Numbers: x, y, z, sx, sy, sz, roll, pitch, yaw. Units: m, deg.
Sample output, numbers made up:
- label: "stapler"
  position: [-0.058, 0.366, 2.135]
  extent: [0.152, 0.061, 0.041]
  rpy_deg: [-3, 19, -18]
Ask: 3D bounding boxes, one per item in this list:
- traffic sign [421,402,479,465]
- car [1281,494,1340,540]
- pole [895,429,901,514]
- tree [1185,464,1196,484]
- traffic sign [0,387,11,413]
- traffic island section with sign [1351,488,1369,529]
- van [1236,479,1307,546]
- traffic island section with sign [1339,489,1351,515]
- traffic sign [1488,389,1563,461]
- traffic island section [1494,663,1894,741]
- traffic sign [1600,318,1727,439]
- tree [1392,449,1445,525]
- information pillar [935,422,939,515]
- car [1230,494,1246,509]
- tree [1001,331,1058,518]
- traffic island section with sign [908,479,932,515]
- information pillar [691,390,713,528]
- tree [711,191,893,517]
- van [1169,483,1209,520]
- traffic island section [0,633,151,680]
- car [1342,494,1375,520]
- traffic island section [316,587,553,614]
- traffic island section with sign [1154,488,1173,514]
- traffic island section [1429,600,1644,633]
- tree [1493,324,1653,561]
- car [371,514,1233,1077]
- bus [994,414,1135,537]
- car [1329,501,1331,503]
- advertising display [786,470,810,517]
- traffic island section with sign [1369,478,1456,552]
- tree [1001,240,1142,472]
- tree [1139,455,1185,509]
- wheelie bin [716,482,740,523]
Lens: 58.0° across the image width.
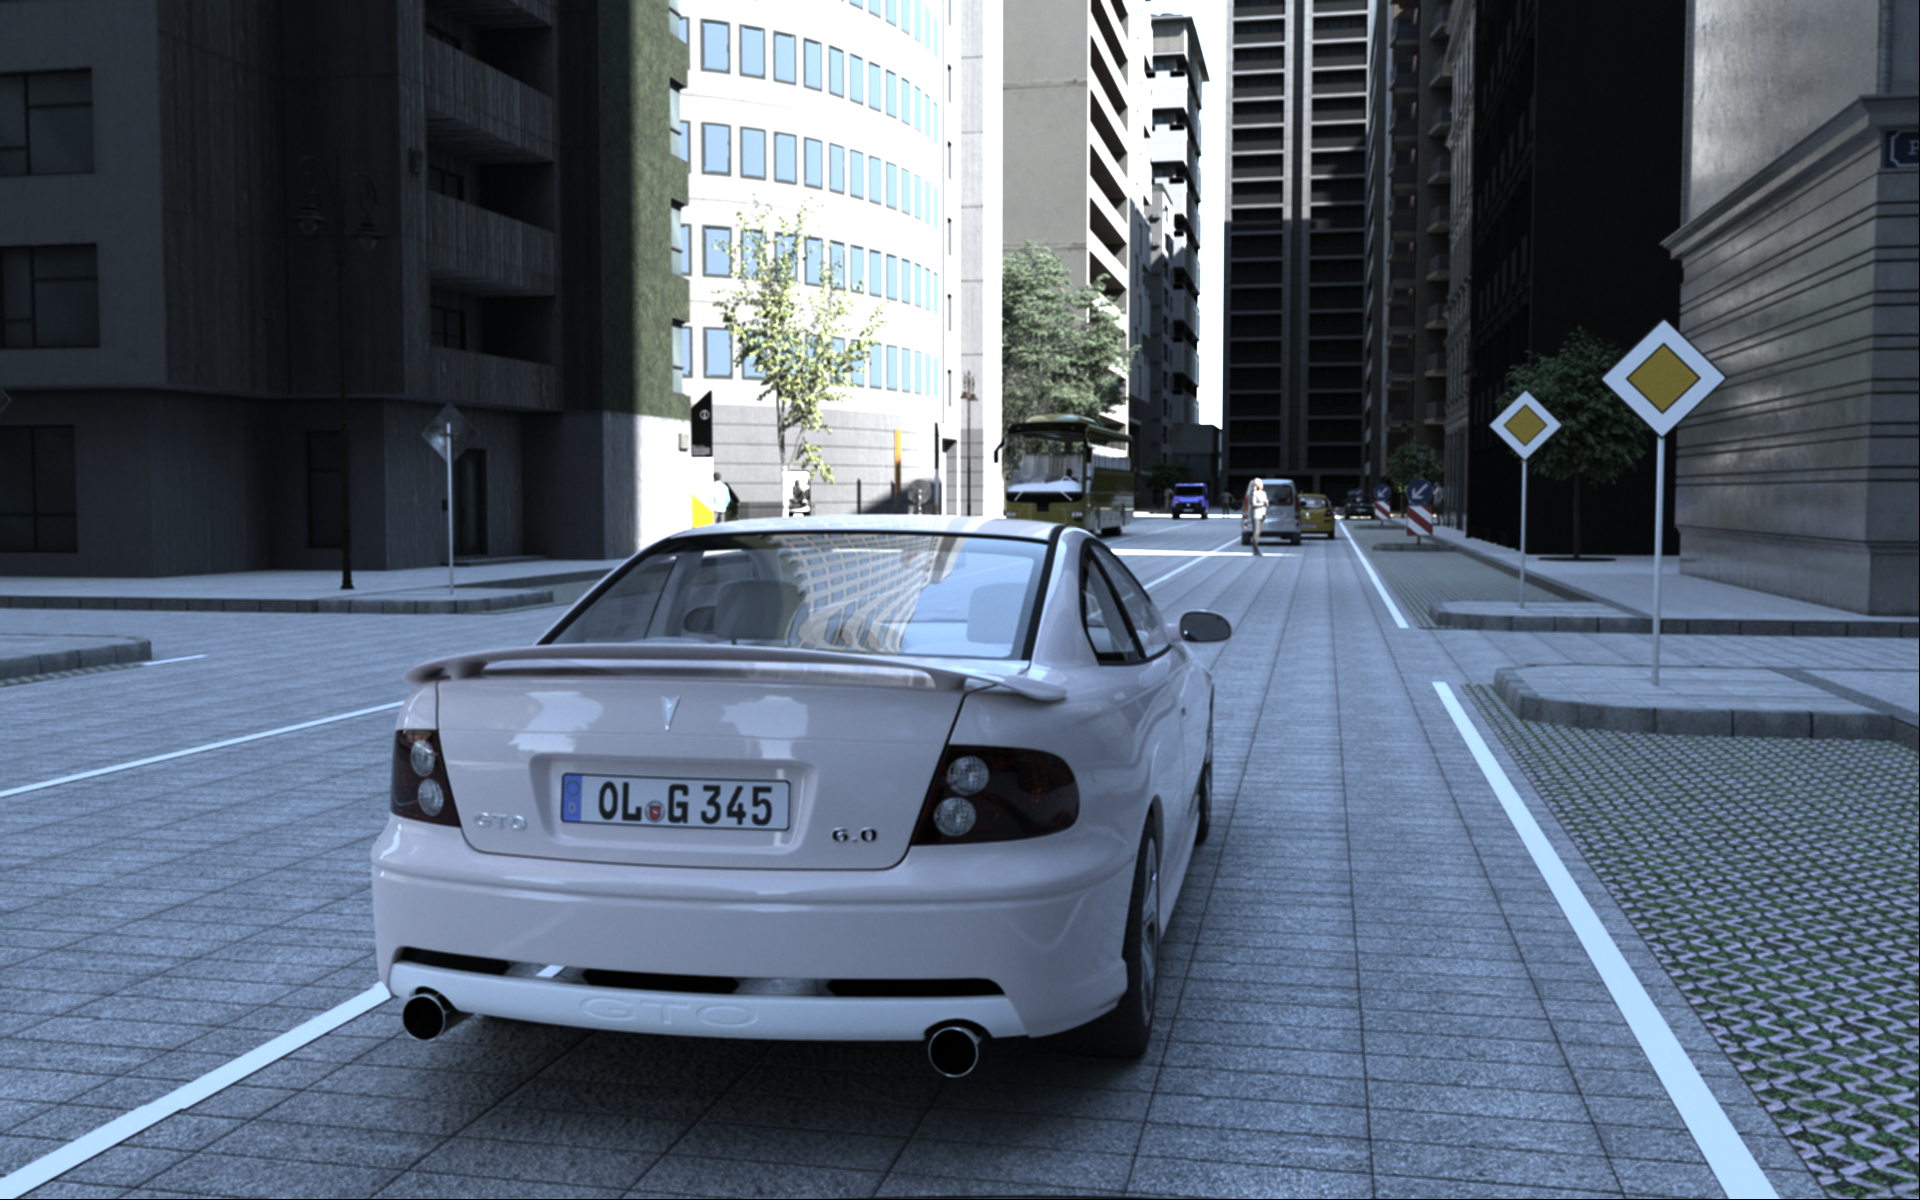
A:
- label: "traffic sign"
  position: [-6.493, -1.214, 22.046]
  extent: [0.795, 2.593, 0.064]
  rpy_deg: [1, 4, 12]
- label: "car"
  position: [11.266, -2.803, 56.048]
  extent: [2.015, 1.641, 3.980]
  rpy_deg: [1, 4, 12]
- label: "pole"
  position: [-1.970, -3.725, 54.749]
  extent: [0.158, 3.312, 0.155]
  rpy_deg: [0, 3, 0]
- label: "tree"
  position: [19.357, -10.457, 154.691]
  extent: [4.285, 4.588, 4.351]
  rpy_deg: [0, 3, 0]
- label: "traffic sign"
  position: [-8.131, -0.736, 14.230]
  extent: [0.795, 2.593, 0.064]
  rpy_deg: [1, 4, 12]
- label: "traffic island section with sign"
  position: [17.108, -3.797, 70.713]
  extent: [1.989, 1.847, 2.006]
  rpy_deg: [1, 4, 12]
- label: "van"
  position: [8.925, -2.609, 49.663]
  extent: [2.013, 2.044, 4.112]
  rpy_deg: [1, 4, 10]
- label: "traffic island section with sign"
  position: [27.229, -6.752, 119.025]
  extent: [1.989, 1.847, 2.006]
  rpy_deg: [1, 4, 12]
- label: "traffic sign"
  position: [6.319, -1.050, 19.350]
  extent: [0.795, 2.593, 0.064]
  rpy_deg: [1, 4, 12]
- label: "traffic island section"
  position: [4.706, 0.653, 11.612]
  extent: [2.009, 0.180, 2.903]
  rpy_deg: [1, 4, 12]
- label: "traffic sign"
  position: [4.681, -0.571, 11.534]
  extent: [0.795, 2.593, 0.064]
  rpy_deg: [1, 4, 12]
- label: "tree"
  position: [19.466, -4.766, 72.530]
  extent: [1.663, 3.219, 1.824]
  rpy_deg: [0, 3, 0]
- label: "information pillar"
  position: [-0.756, -3.996, 56.694]
  extent: [0.183, 3.616, 0.504]
  rpy_deg: [0, 4, 6]
- label: "car"
  position: [26.429, -9.437, 163.092]
  extent: [1.959, 1.807, 4.718]
  rpy_deg: [1, 4, 10]
- label: "tree"
  position: [2.078, -7.767, 77.352]
  extent: [4.360, 8.622, 3.978]
  rpy_deg: [0, 3, 0]
- label: "traffic island section with sign"
  position: [-1.144, -2.294, 46.133]
  extent: [1.989, 1.847, 2.006]
  rpy_deg: [1, 4, 12]
- label: "information pillar"
  position: [-5.813, -2.922, 39.130]
  extent: [0.504, 3.616, 0.183]
  rpy_deg: [1, 4, 11]
- label: "tree"
  position: [-4.122, -5.650, 42.732]
  extent: [4.737, 8.622, 4.395]
  rpy_deg: [0, 3, 0]
- label: "van"
  position: [13.208, -5.802, 99.241]
  extent: [2.240, 2.365, 5.245]
  rpy_deg: [1, 4, 10]
- label: "traffic island section"
  position: [-8.156, 0.488, 14.302]
  extent: [2.009, 0.180, 2.903]
  rpy_deg: [1, 4, 12]
- label: "car"
  position: [22.434, -5.336, 97.037]
  extent: [2.009, 1.686, 4.222]
  rpy_deg: [1, 4, 11]
- label: "traffic island section"
  position: [-6.518, 0.010, 22.118]
  extent: [2.009, 0.180, 2.903]
  rpy_deg: [1, 4, 12]
- label: "traffic island section with sign"
  position: [14.691, -6.913, 121.653]
  extent: [1.989, 1.847, 2.006]
  rpy_deg: [1, 4, 12]
- label: "traffic island section"
  position: [6.344, 0.175, 19.428]
  extent: [2.009, 0.180, 2.903]
  rpy_deg: [1, 4, 12]
- label: "tree"
  position: [12.087, -3.050, 33.580]
  extent: [4.285, 4.588, 4.351]
  rpy_deg: [0, 3, 0]
- label: "car"
  position: [-0.146, 0.394, 5.914]
  extent: [2.083, 1.381, 4.827]
  rpy_deg: [1, 4, 11]
- label: "bus"
  position: [3.730, -3.981, 56.640]
  extent: [2.896, 3.916, 12.252]
  rpy_deg: [1, 4, 13]
- label: "car"
  position: [20.825, -5.498, 102.253]
  extent: [2.083, 1.381, 4.827]
  rpy_deg: [1, 4, 13]
- label: "advertising display"
  position: [-4.456, -2.573, 47.275]
  extent: [0.123, 1.923, 0.974]
  rpy_deg: [3, 4, 38]
- label: "traffic island section with sign"
  position: [11.461, -2.150, 43.774]
  extent: [1.989, 1.847, 2.006]
  rpy_deg: [1, 4, 12]
- label: "tree"
  position: [4.288, -11.007, 86.620]
  extent: [9.857, 13.997, 8.962]
  rpy_deg: [0, 3, 0]
- label: "tree"
  position: [16.725, -9.983, 146.938]
  extent: [4.285, 4.588, 4.351]
  rpy_deg: [0, 3, 0]
- label: "wheelie bin"
  position: [-6.152, -2.303, 45.565]
  extent: [0.693, 1.594, 0.980]
  rpy_deg: [-1, 4, -9]
